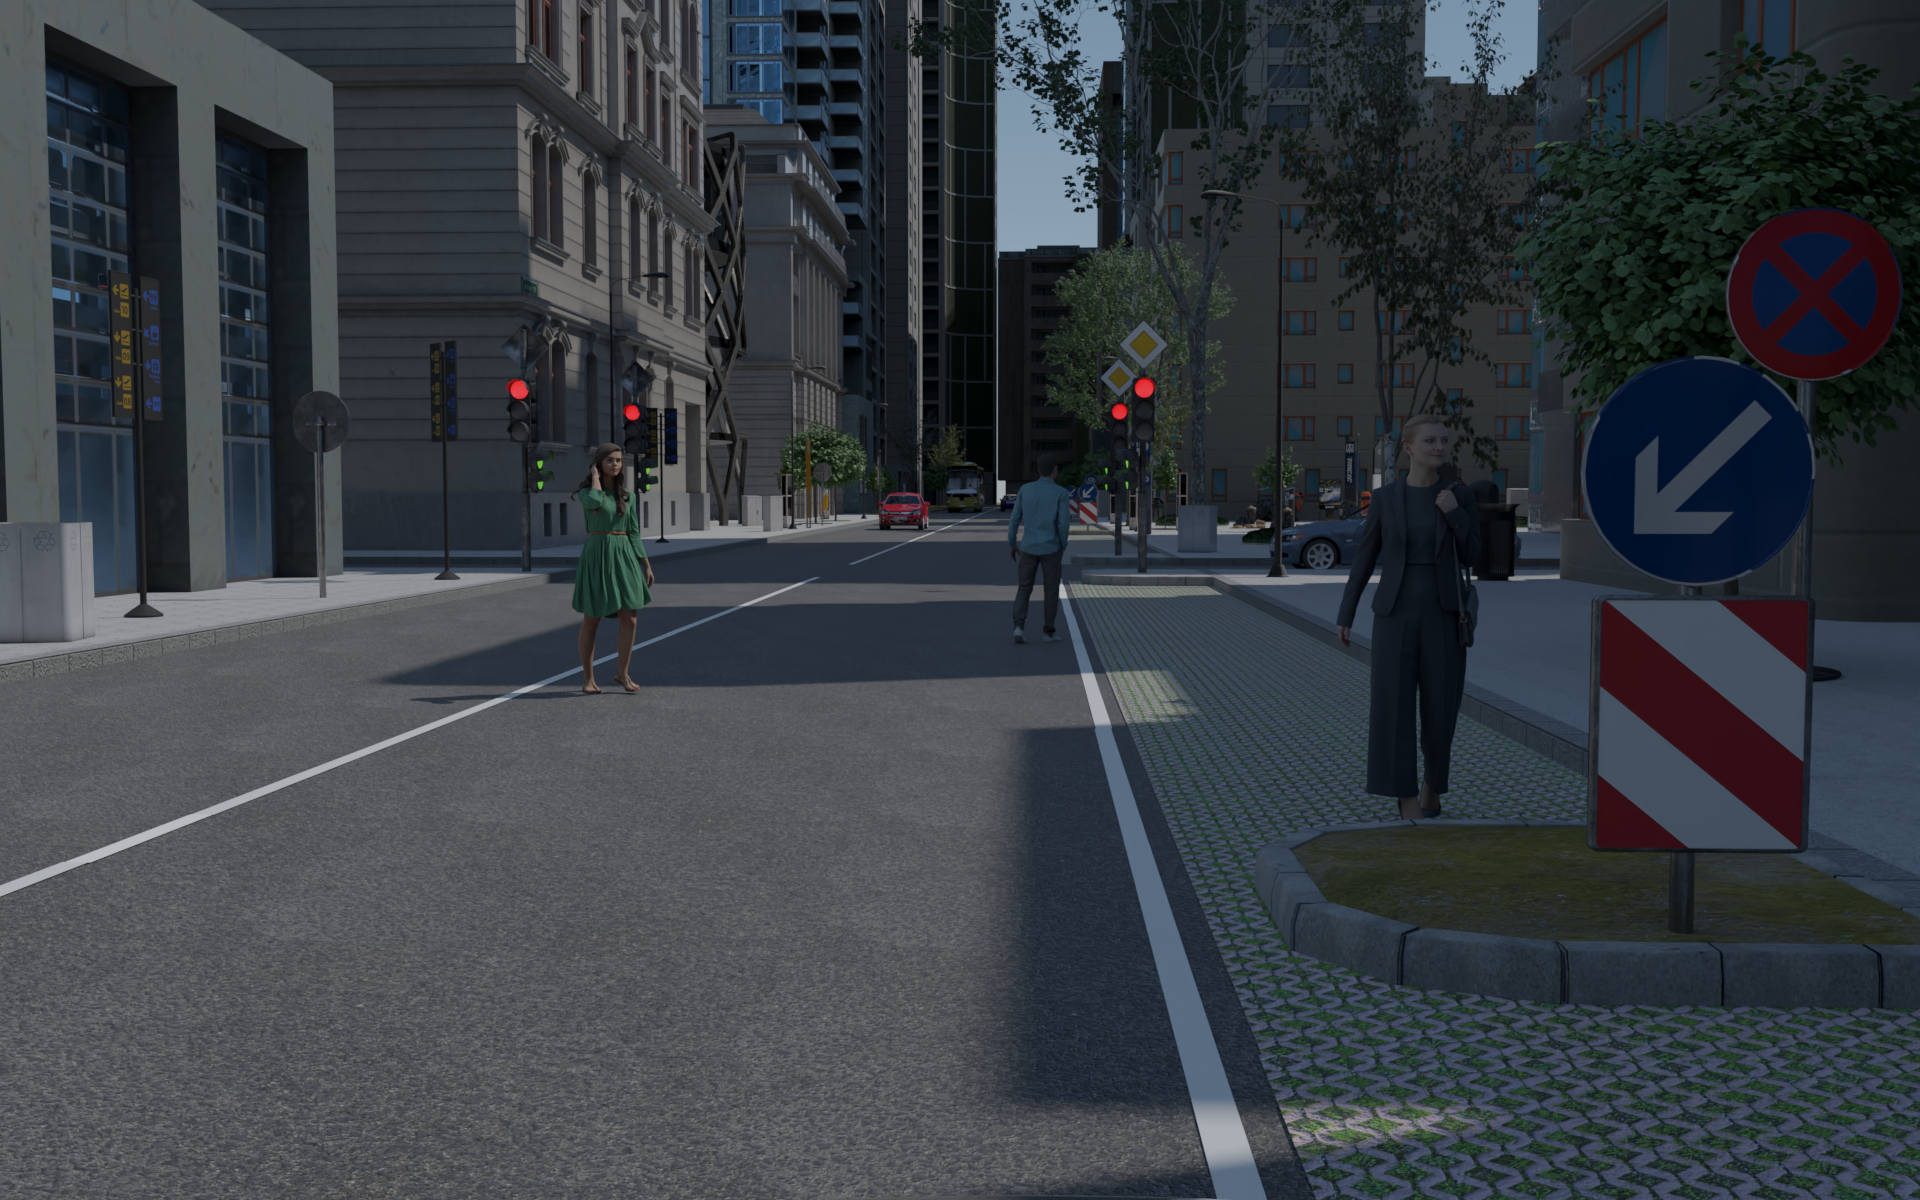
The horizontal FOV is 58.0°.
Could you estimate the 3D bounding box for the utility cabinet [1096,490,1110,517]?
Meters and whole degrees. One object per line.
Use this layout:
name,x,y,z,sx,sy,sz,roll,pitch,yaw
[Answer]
utility cabinet,8.090,-5.322,95.696,1.173,1.500,0.318,-2,4,-26

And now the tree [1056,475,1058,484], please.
tree,11.753,-12.091,181.403,4.285,4.588,4.351,0,3,0

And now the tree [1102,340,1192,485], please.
tree,8.626,-7.882,79.231,4.737,8.622,4.395,0,3,0

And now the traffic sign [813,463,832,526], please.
traffic sign,-5.586,-4.292,70.275,0.768,2.556,0.104,1,4,10

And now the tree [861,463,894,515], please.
tree,-5.336,-6.854,106.660,1.663,3.219,1.824,0,3,0

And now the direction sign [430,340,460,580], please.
direction sign,-7.695,-2.073,25.886,0.379,3.537,0.876,-3,5,-40

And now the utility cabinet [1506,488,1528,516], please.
utility cabinet,22.172,-3.651,68.372,1.173,1.500,0.318,-1,4,-16

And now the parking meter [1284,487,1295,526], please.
parking meter,11.702,-3.249,61.527,0.372,1.533,0.369,0,3,0

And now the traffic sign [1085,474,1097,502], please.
traffic sign,8.345,-6.743,110.359,0.768,2.556,0.104,1,4,9

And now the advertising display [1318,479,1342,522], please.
advertising display,16.121,-4.297,75.465,0.974,1.923,0.123,1,4,18

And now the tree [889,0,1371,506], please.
tree,5.058,-11.568,45.027,12.611,20.169,13.585,0,3,0

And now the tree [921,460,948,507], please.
tree,-2.075,-11.244,167.547,4.285,4.588,4.351,0,3,0

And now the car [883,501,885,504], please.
car,-2.582,-4.329,80.367,1.945,1.707,3.694,0,4,2

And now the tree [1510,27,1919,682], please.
tree,5.621,-1.753,12.380,4.285,4.588,4.351,0,3,0

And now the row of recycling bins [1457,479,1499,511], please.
row of recycling bins,13.543,-2.547,48.763,3.534,1.692,1.069,-1,4,-20

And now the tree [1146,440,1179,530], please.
tree,7.456,-4.145,62.372,1.663,3.219,1.824,0,3,0

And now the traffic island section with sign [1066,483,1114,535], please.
traffic island section with sign,4.369,-3.191,60.793,1.989,1.847,2.006,0,4,2

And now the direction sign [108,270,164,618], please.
direction sign,-8.530,-1.590,17.994,0.379,3.537,0.876,0,4,6

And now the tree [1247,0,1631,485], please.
tree,5.501,-4.328,21.130,4.360,8.622,3.978,0,3,0

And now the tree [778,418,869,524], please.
tree,-6.142,-5.559,74.605,4.285,4.588,4.351,0,3,0

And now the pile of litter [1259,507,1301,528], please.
pile of litter,10.797,-2.600,56.474,1.719,0.858,1.176,0,4,-1

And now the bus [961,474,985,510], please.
bus,0.666,-10.000,155.042,2.896,3.916,12.252,0,4,4

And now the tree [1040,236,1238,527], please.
tree,6.915,-8.745,68.734,9.928,11.665,9.643,0,3,0

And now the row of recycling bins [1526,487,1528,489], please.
row of recycling bins,27.838,-4.456,79.966,3.534,1.692,1.069,0,4,4

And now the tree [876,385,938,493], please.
tree,-3.567,-10.235,117.705,4.360,8.622,3.978,0,3,0

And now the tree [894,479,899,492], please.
tree,-4.707,-7.257,113.253,1.663,3.219,1.824,0,3,0

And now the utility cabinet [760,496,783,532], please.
utility cabinet,-6.419,-2.950,59.387,0.306,1.237,1.020,1,4,19

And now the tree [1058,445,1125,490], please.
tree,9.663,-8.134,116.703,4.285,4.588,4.351,0,3,0

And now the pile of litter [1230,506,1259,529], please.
pile of litter,10.926,-3.098,64.614,1.719,0.858,1.176,1,4,10

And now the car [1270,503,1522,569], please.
car,7.993,-1.221,31.968,4.499,1.417,2.014,0,4,1

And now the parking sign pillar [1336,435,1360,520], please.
parking sign pillar,18.045,-5.579,79.682,1.447,3.967,1.447,2,4,25

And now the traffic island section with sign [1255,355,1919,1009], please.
traffic island section with sign,2.044,0.176,5.757,1.989,1.847,2.006,0,4,2

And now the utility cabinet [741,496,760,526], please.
utility cabinet,-8.311,-3.553,69.249,0.306,1.237,1.020,2,4,28

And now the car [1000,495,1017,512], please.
car,4.179,-7.786,139.888,1.945,1.354,3.894,0,4,4

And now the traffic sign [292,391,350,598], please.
traffic sign,-7.877,-1.299,21.342,0.768,2.556,0.104,1,4,9

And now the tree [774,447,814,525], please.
tree,-7.032,-4.671,70.975,1.663,3.219,1.824,0,3,0

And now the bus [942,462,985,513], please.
bus,0.440,-8.824,135.818,2.896,3.916,12.252,0,4,3

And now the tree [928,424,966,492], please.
tree,-1.260,-14.094,180.797,4.737,8.622,4.395,0,3,0

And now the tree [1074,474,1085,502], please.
tree,10.334,-9.308,146.780,1.663,3.219,1.824,0,3,0

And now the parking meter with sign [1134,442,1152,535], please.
parking meter with sign,5.892,-3.622,55.487,0.543,3.016,1.738,0,4,1

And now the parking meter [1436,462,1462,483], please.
parking meter,8.097,-1.419,28.919,0.399,1.863,0.255,2,4,32

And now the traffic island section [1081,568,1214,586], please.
traffic island section,2.991,-0.364,28.238,2.009,0.180,2.903,0,4,2

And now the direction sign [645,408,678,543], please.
direction sign,-7.850,-3.275,45.551,0.876,3.537,0.379,-2,4,-26

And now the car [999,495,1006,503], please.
car,4.743,-9.244,163.498,2.083,1.381,4.827,0,4,1

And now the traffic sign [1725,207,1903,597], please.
traffic sign,3.800,-0.471,7.800,0.768,2.556,0.104,0,4,3

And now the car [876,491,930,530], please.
car,-2.264,-3.734,70.084,2.155,1.783,4.494,0,4,2

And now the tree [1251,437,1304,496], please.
tree,10.693,-3.941,59.044,1.663,3.219,1.824,0,3,0
